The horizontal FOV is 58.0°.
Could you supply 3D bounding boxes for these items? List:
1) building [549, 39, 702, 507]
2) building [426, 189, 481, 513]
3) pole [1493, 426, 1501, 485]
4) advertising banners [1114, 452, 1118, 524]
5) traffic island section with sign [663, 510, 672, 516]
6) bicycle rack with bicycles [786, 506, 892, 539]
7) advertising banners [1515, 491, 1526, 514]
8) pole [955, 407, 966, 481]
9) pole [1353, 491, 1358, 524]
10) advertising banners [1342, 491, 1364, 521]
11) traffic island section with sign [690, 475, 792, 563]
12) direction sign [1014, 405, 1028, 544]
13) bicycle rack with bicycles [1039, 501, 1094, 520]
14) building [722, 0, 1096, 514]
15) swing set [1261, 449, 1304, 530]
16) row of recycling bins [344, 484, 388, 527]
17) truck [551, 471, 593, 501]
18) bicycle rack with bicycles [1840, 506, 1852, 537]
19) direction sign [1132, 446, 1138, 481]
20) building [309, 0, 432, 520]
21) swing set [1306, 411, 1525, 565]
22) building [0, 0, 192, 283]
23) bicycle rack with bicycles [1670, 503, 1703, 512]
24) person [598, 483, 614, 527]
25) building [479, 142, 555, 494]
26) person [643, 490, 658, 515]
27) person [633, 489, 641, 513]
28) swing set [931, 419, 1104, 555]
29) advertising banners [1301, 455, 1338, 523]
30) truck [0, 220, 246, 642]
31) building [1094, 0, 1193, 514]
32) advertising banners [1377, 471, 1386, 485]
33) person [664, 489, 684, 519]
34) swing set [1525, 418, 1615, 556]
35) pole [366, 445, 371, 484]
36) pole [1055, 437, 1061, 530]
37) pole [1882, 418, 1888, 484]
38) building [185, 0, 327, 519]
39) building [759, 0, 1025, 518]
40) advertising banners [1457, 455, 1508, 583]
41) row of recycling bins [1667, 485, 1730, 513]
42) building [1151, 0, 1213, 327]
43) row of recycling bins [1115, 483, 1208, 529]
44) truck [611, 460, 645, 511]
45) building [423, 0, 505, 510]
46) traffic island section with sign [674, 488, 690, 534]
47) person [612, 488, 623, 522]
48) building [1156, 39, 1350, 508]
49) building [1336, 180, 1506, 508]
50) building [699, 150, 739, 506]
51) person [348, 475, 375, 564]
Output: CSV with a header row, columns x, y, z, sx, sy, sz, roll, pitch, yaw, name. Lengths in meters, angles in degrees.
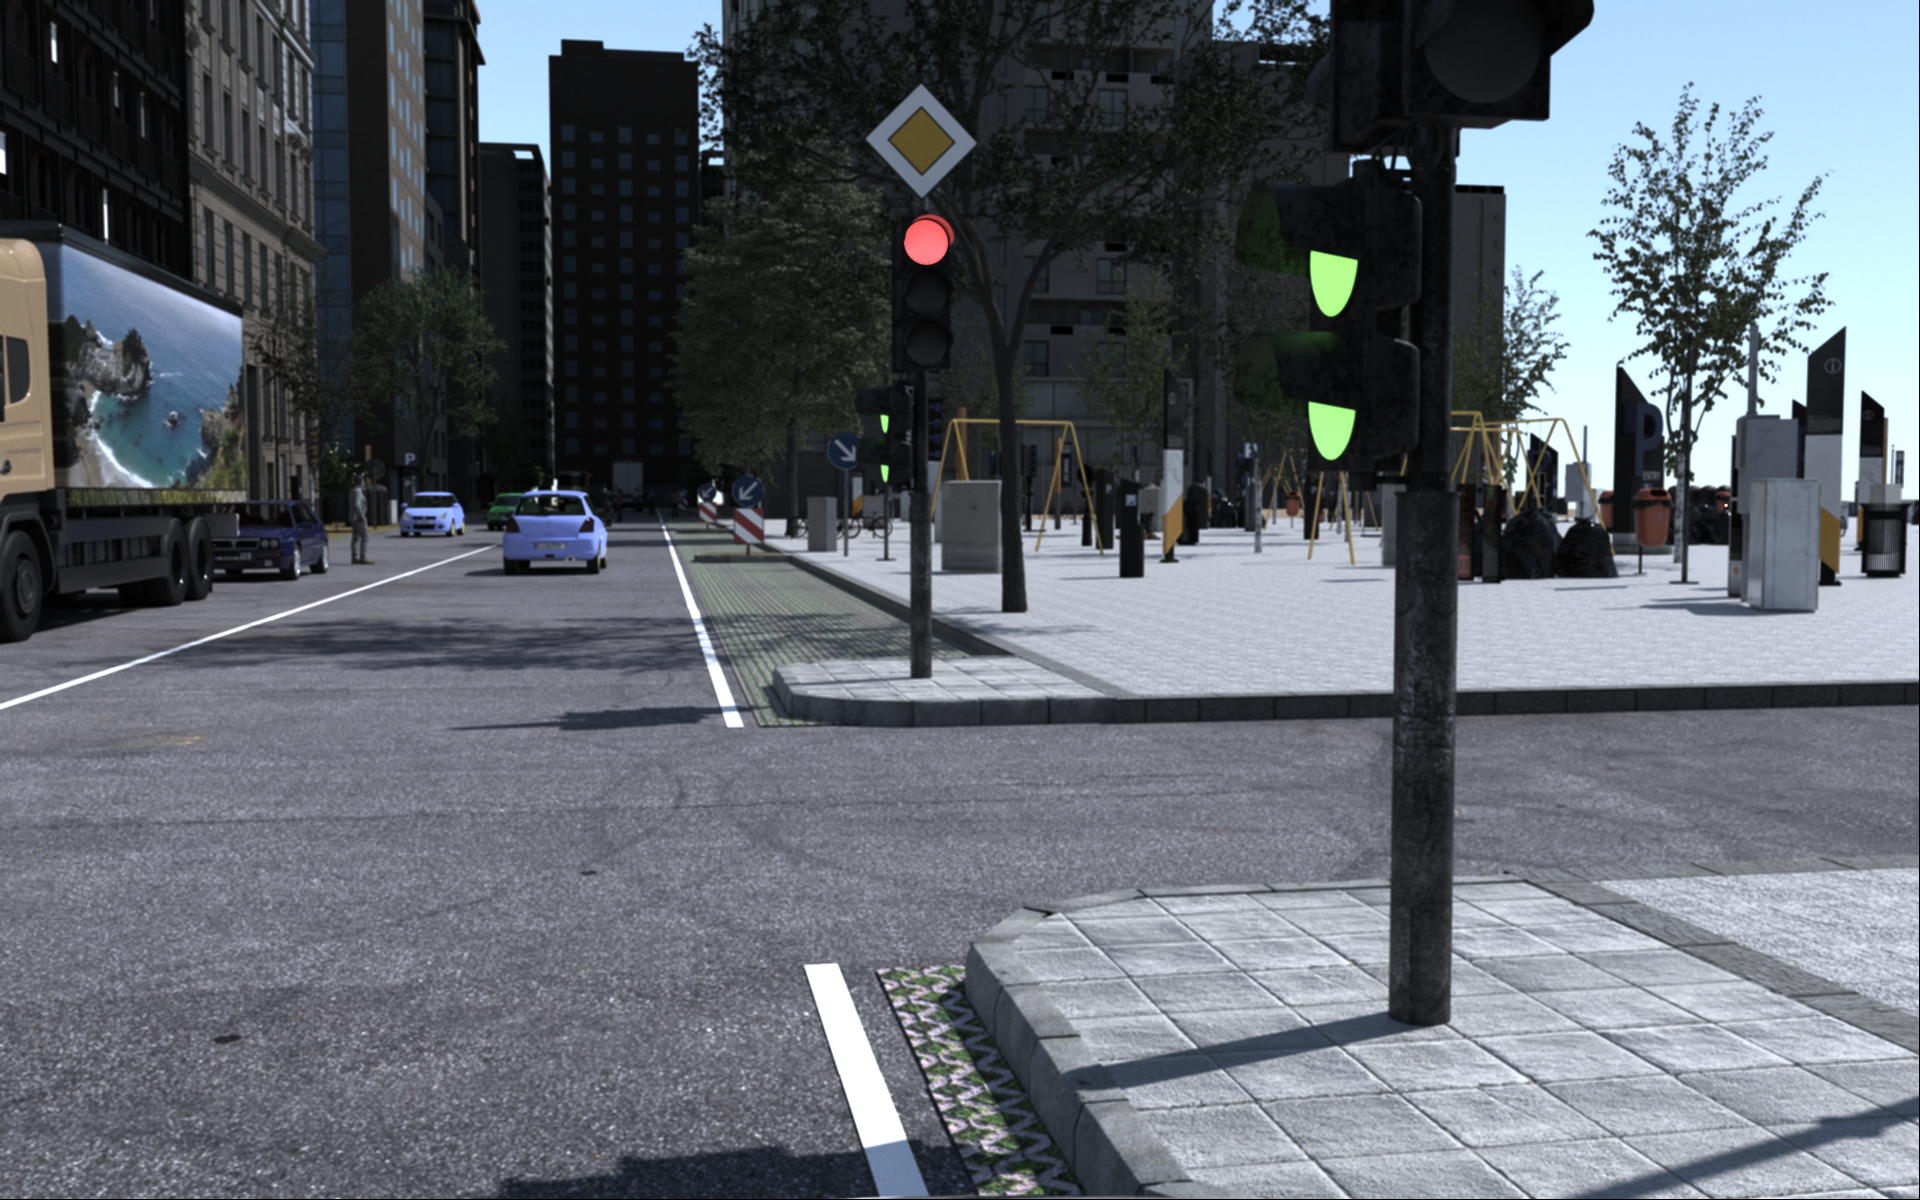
x,y,z,sx,sy,sz,roll,pitch,yaw,name
-33.658,-32.123,175.327,14.200,45.320,14.600,-1,4,-10,building
-46.231,-16.186,109.677,27.650,21.520,28.899,-1,4,-10,building
16.034,-3.541,51.742,0.158,3.312,0.155,0,3,0,pole
6.448,-4.737,73.643,0.090,3.025,2.074,-1,4,-9,advertising banners
-18.074,-6.341,112.302,1.989,1.847,2.006,-1,4,-10,traffic island section with sign
-3.738,-2.232,49.876,2.925,0.926,2.852,1,4,23,bicycle rack with bicycles
24.122,-4.934,76.855,2.074,3.025,0.090,2,4,23,advertising banners
0.046,-2.874,40.836,0.158,3.312,0.155,0,3,0,pole
17.067,-4.939,74.596,0.158,3.312,0.155,0,3,0,pole
19.186,-5.364,83.894,2.074,3.025,0.090,-2,4,-29,advertising banners
-4.636,-1.719,36.733,1.989,1.847,2.006,-1,4,-10,traffic island section with sign
1.447,-3.217,44.589,0.379,3.537,0.876,0,4,7,direction sign
5.260,-4.576,88.206,2.852,0.926,2.925,-1,4,-18,bicycle rack with bicycles
-6.096,-34.151,147.601,28.713,52.752,27.495,-1,4,-10,building
12.580,-3.869,60.878,3.119,2.851,2.862,-1,4,-23,swing set
-23.671,-3.799,69.231,1.069,1.692,3.534,0,4,-2,row of recycling bins
-32.935,-9.308,148.107,3.469,3.379,9.791,-1,4,-9,truck
27.177,-2.411,52.809,2.852,0.926,2.925,2,4,31,bicycle rack with bicycles
8.193,-5.456,81.208,0.379,3.537,0.876,-1,4,-8,direction sign
-35.530,-26.835,88.856,14.600,45.320,14.200,-1,4,-10,building
8.531,-2.152,32.799,3.119,2.851,2.862,0,4,-5,swing set
-25.173,-12.688,37.124,12.332,23.373,15.834,-1,4,-10,building
28.725,-3.269,66.836,2.925,0.926,2.852,0,4,7,bicycle rack with bicycles
-15.547,-4.164,75.942,0.474,1.900,0.648,3,5,40,person
-54.990,-29.933,181.291,23.993,40.220,32.217,-1,4,-10,building
-21.075,-6.658,118.094,1.217,1.736,0.721,2,4,27,person
-24.919,-7.670,133.769,0.709,1.838,0.599,1,4,17,person
0.992,-2.396,36.798,3.119,2.851,2.862,-2,4,-27,swing set
16.042,-4.965,77.368,2.074,3.025,0.090,-2,4,-25,advertising banners
-10.810,-1.896,19.910,2.839,4.237,11.283,-1,4,-10,truck
-1.191,-32.499,120.598,28.713,52.752,27.495,-1,4,-10,building
12.961,-3.327,50.582,2.074,3.025,0.090,1,4,20,advertising banners
-16.628,-5.601,100.787,1.217,1.736,0.721,1,4,9,person
11.794,-2.405,36.940,2.862,2.851,3.119,-1,4,-18,swing set
-24.624,-4.789,72.151,0.158,3.312,0.155,0,3,0,pole
3.531,-4.199,62.499,0.158,3.312,0.155,0,3,0,pole
24.622,-3.205,46.250,0.158,3.312,0.155,0,3,0,pole
-29.468,-15.886,56.992,12.463,27.353,25.104,-1,4,-10,building
-4.443,-25.384,98.621,14.154,41.232,14.086,-1,4,-10,building
7.527,-1.805,25.702,0.090,3.025,2.074,-1,4,-13,advertising banners
35.350,-4.627,82.765,1.069,1.692,3.534,-2,4,-29,row of recycling bins
10.285,-39.425,186.604,28.212,58.520,21.231,-1,4,-10,building
7.418,-3.466,63.779,3.534,1.692,1.069,1,4,20,row of recycling bins
-27.995,-9.612,146.063,2.839,4.237,11.283,-1,4,-11,truck
-52.798,-29.876,143.091,28.867,44.769,22.147,-1,4,-10,building
-9.353,-3.342,63.274,1.989,1.847,2.006,-1,4,-10,traffic island section with sign
-17.728,-4.922,89.696,0.721,1.743,1.217,1,4,13,person
26.848,-29.186,160.791,14.086,41.232,14.154,-1,4,-10,building
41.593,-23.957,163.390,14.107,30.474,14.160,-1,4,-10,building
-16.517,-30.353,188.151,23.993,40.220,32.217,-1,4,-10,building
-12.294,-1.639,35.398,0.391,1.810,0.635,-3,5,-43,person
